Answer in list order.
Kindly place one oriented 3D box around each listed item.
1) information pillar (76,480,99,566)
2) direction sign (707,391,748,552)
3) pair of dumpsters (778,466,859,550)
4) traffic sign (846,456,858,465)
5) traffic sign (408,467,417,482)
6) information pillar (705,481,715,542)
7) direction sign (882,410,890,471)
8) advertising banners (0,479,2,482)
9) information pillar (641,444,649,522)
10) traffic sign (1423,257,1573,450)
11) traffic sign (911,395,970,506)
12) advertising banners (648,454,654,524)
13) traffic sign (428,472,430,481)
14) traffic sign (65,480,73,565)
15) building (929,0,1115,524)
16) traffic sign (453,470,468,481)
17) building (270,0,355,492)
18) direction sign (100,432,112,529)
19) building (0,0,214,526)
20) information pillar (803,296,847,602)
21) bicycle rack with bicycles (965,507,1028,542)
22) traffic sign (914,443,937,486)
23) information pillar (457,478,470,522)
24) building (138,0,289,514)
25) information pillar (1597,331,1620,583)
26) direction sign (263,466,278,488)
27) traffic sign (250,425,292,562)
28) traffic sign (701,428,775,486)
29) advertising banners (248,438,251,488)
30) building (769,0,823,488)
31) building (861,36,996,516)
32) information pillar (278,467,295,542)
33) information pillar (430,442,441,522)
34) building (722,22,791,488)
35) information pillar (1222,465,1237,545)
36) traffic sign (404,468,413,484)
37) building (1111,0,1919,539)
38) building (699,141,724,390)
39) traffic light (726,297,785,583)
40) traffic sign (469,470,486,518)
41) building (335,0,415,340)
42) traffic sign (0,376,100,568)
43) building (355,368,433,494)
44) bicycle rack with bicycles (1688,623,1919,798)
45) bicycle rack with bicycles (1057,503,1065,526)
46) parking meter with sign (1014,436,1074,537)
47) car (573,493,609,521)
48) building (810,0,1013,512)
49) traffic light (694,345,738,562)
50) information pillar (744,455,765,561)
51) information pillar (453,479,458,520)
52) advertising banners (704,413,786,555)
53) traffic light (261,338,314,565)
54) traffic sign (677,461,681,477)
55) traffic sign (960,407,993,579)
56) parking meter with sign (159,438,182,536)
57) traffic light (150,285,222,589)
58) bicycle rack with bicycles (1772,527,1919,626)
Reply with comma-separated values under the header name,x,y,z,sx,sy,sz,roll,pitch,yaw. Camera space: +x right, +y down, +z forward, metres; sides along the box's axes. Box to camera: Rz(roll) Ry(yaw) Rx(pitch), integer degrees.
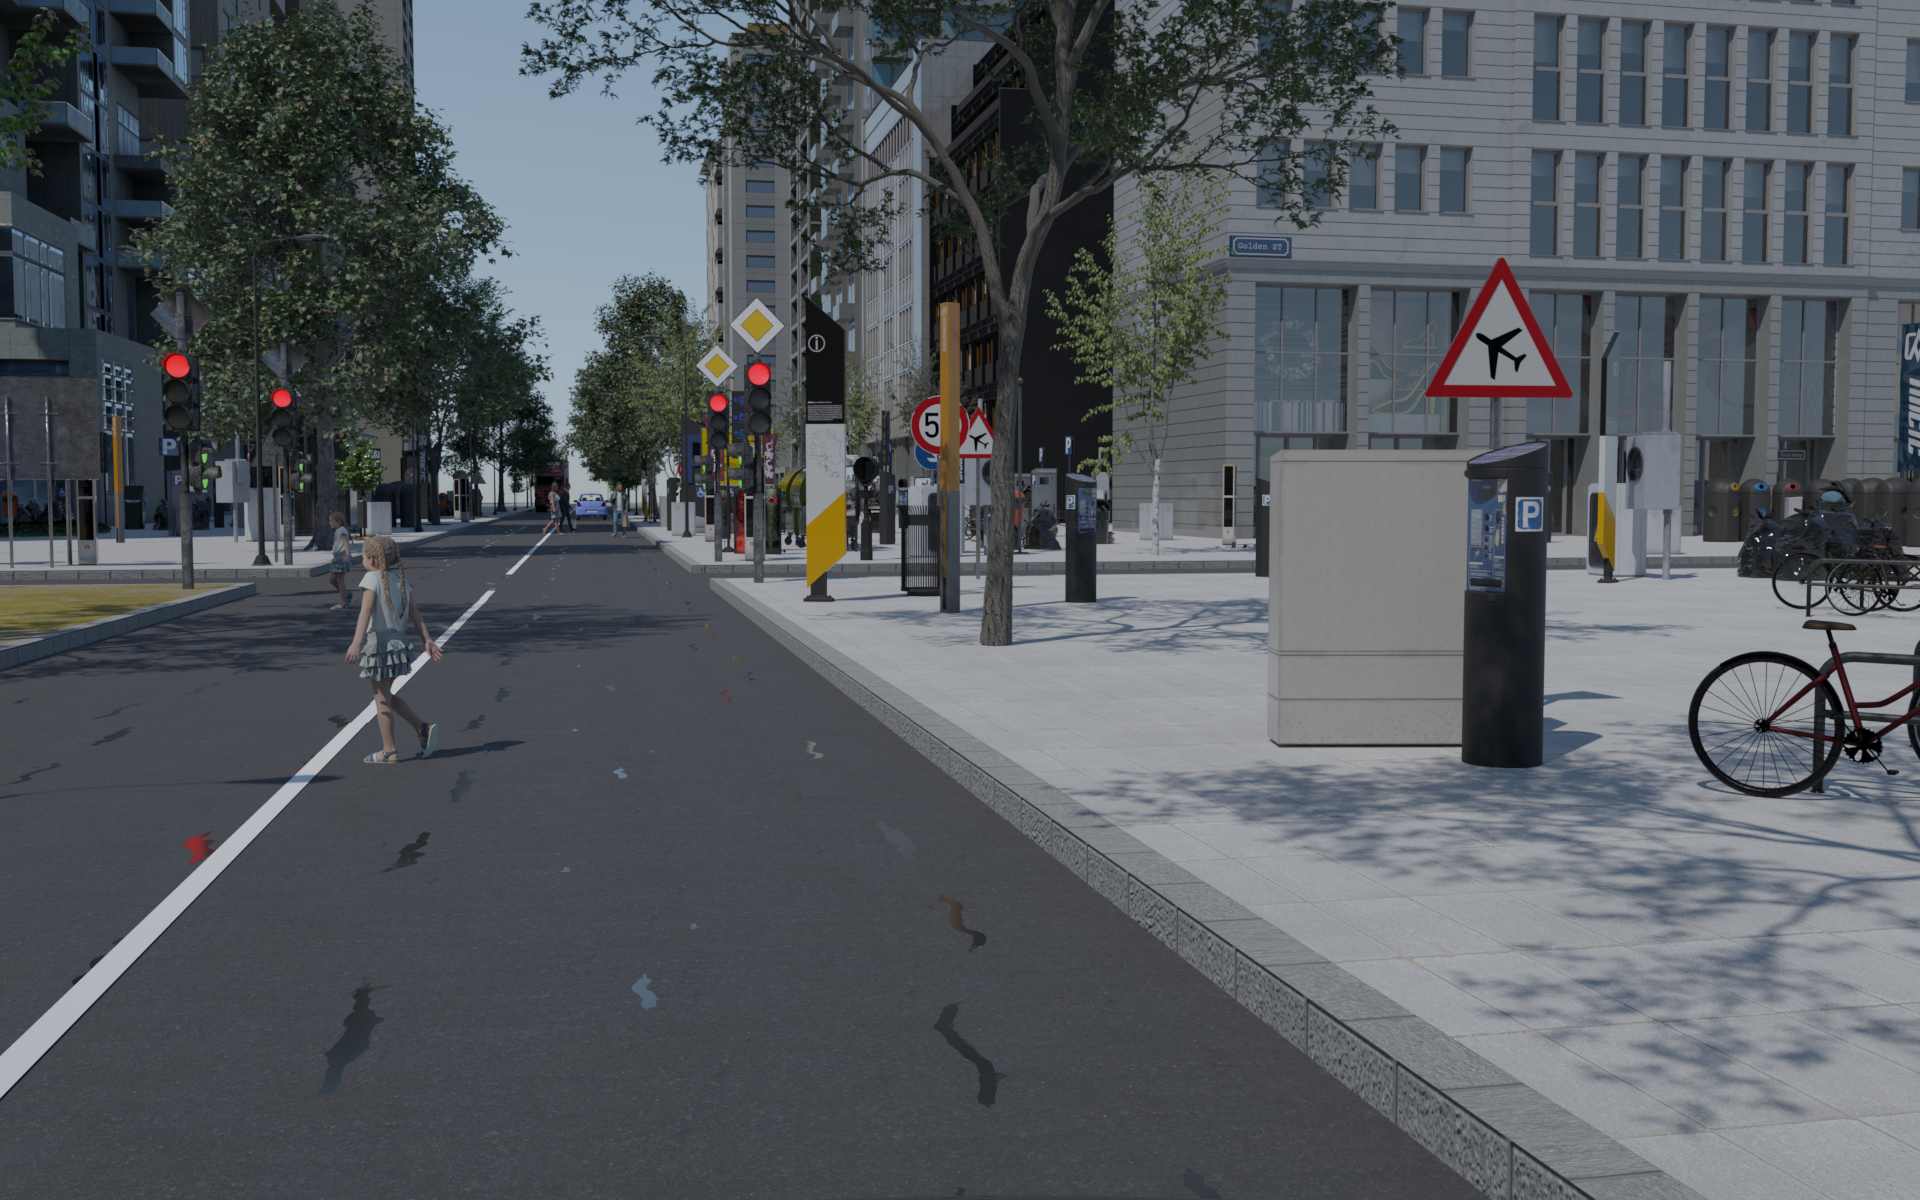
name,x,y,z,sx,sy,sz,roll,pitch,yaw
information pillar,-15.650,-1.624,31.041,0.304,2.012,0.304,-1,4,-21
direction sign,-5.104,-2.820,38.101,0.876,3.537,0.379,0,4,-1
pair of dumpsters,-3.362,-2.387,41.525,1.574,2.255,4.437,-1,4,-12
traffic sign,-2.983,-2.662,45.650,0.606,2.300,0.079,0,4,-3
traffic sign,-24.723,-4.834,79.043,0.884,2.594,0.081,0,4,-7
information pillar,-6.693,-2.566,46.439,0.304,2.012,0.304,0,4,-8
direction sign,-2.019,-3.378,47.233,0.379,3.537,0.876,1,4,11
advertising banners,-21.358,-2.484,36.797,2.074,3.025,0.090,-1,4,-17
information pillar,-14.718,-5.471,80.813,0.183,3.616,0.504,-2,4,-33
traffic sign,2.970,-0.589,9.627,0.884,2.594,0.081,-1,4,-11
traffic sign,-0.260,-1.368,22.470,0.768,2.556,0.104,0,4,-5
advertising banners,-13.492,-4.868,75.781,0.090,3.025,2.074,0,4,-4
traffic sign,-24.819,-4.830,81.101,0.606,2.300,0.079,-1,4,-9
traffic sign,-16.184,-1.915,31.420,0.768,2.556,0.104,0,4,-5
building,6.077,-15.503,83.144,12.332,23.373,15.834,-1,4,-12
traffic sign,-26.268,-5.561,91.026,0.768,2.556,0.104,0,4,-8
building,-60.170,-30.450,147.974,14.600,45.320,14.200,-1,4,-12
direction sign,-31.367,-4.375,63.528,0.379,3.537,0.876,-1,4,-12
building,-47.787,-46.811,78.032,22.319,86.520,31.000,-1,4,-12
information pillar,-1.602,-1.785,20.538,0.504,3.616,0.183,1,4,9
bicycle rack with bicycles,0.170,-2.080,47.395,2.925,0.926,2.852,1,4,23
traffic sign,-0.584,-2.225,36.491,0.768,2.556,0.104,0,4,-7
information pillar,-22.550,-4.551,78.905,0.304,2.012,0.304,1,4,12
building,-59.148,-31.924,111.203,28.713,52.752,27.495,-1,4,-12
information pillar,9.310,-2.049,24.856,0.183,3.616,0.504,3,5,41
direction sign,-33.364,-5.613,83.770,0.876,3.537,0.379,1,4,17
traffic sign,-12.853,-1.987,32.489,0.884,2.594,0.081,0,4,-4
traffic sign,-6.818,-3.632,53.256,2.265,3.308,0.079,0,4,-7
advertising banners,-21.132,-3.393,51.661,0.090,3.025,2.074,-1,4,-18
building,-6.609,-44.114,159.522,20.563,71.187,20.611,-1,4,-12
building,1.790,-17.297,100.832,12.078,24.808,19.932,-1,4,-12
information pillar,-18.111,-2.575,46.592,0.304,2.012,0.304,0,4,-4
information pillar,-23.651,-5.298,77.971,0.183,3.616,0.504,1,4,21
building,-20.292,-41.812,225.624,21.231,58.520,28.212,-1,4,-12
information pillar,6.742,-2.374,43.308,0.304,2.012,0.304,1,4,20
traffic sign,-26.740,-5.167,84.584,0.768,2.556,0.104,0,4,-5
building,20.833,-17.084,56.815,29.804,29.767,11.434,-1,4,-12
building,-22.757,-40.670,254.189,28.713,52.752,27.495,-1,4,-12
traffic light,-2.928,-2.201,24.913,0.839,4.253,0.868,-1,4,-12
traffic sign,-25.496,-5.602,91.602,0.884,2.594,0.081,-1,4,-11
building,-81.367,-48.526,231.649,20.563,71.187,20.611,-1,4,-12
traffic sign,-16.103,-2.207,29.956,2.265,3.308,0.079,-1,4,-10
building,-79.148,-22.222,208.373,27.650,21.520,28.899,-1,4,-12
bicycle rack with bicycles,4.961,0.372,7.305,2.925,0.926,2.852,3,5,42
bicycle rack with bicycles,3.830,-3.406,69.077,2.925,0.926,2.852,-1,4,-18
parking meter with sign,2.514,-3.413,52.069,1.738,3.016,0.543,-1,4,-17
car,-20.272,-5.238,95.229,1.945,1.707,3.694,-1,4,-12
building,0.390,-31.539,135.263,23.786,49.044,30.456,-1,4,-12
traffic light,-4.598,-2.679,32.722,0.839,4.253,0.868,-1,4,-12
information pillar,-3.918,-1.748,33.070,0.304,2.012,0.304,1,4,19
information pillar,-24.628,-4.923,84.975,0.304,2.012,0.304,0,4,7
advertising banners,-4.614,-2.496,36.999,2.074,3.025,0.090,2,4,29
traffic light,-12.087,-2.580,31.111,0.839,4.253,0.868,-1,4,-12
traffic sign,-9.681,-3.771,61.770,0.768,2.556,0.104,0,4,-5
traffic sign,0.271,-1.589,25.980,0.884,2.594,0.081,-1,4,-10
parking meter with sign,-24.040,-3.475,53.085,0.543,3.016,1.738,-3,4,-36
traffic light,-10.418,-2.103,23.301,0.839,4.253,0.868,-1,4,-12
bicycle rack with bicycles,10.079,-0.301,18.297,2.925,0.926,2.852,3,5,45
